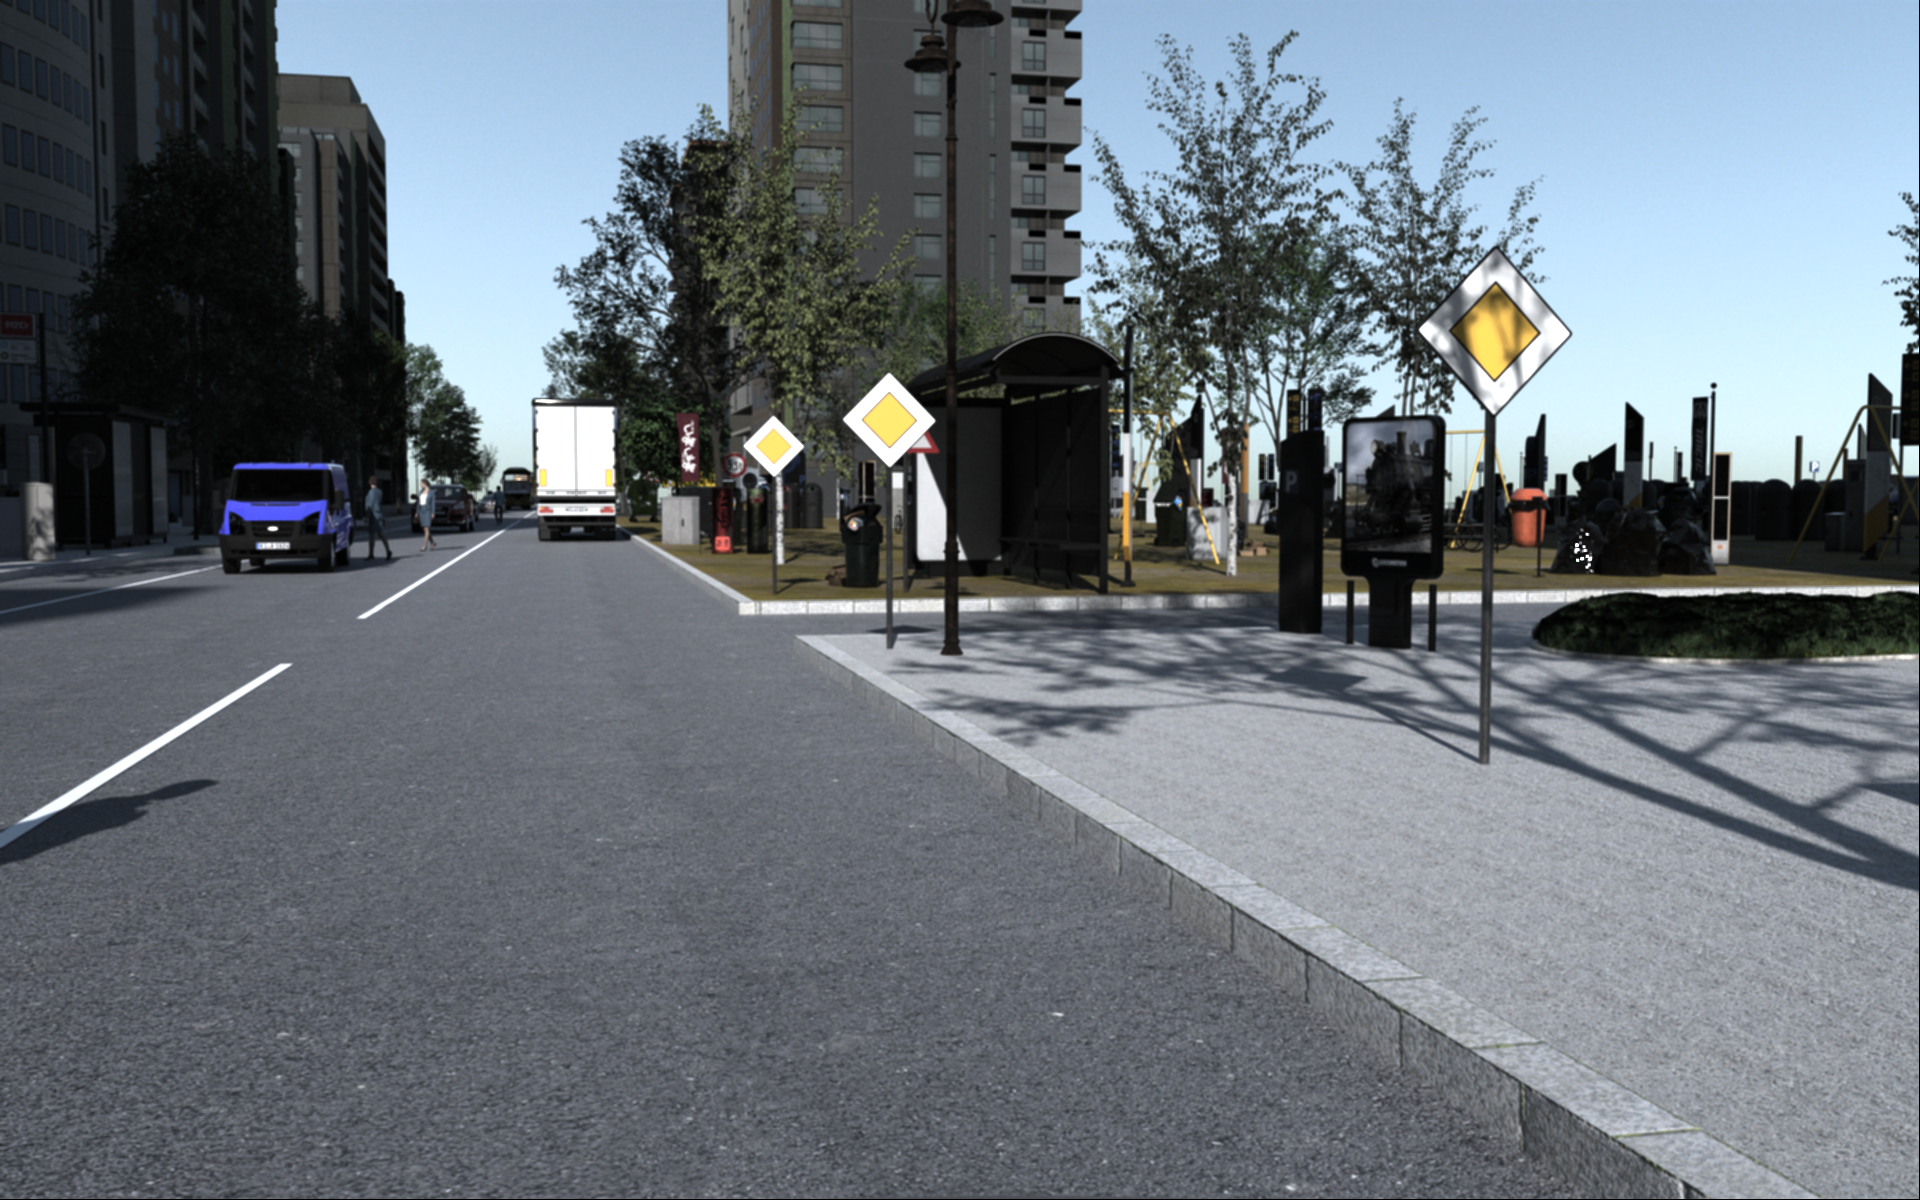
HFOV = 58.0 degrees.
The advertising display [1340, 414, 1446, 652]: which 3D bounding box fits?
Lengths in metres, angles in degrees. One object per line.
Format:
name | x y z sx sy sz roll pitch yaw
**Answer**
advertising display | 3.593 -0.563 14.426 0.123 1.923 0.974 -3 4 -38

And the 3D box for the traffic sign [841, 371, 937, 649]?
traffic sign | -0.586 -0.651 14.288 0.795 2.450 0.064 -1 4 -13

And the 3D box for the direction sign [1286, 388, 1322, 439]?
direction sign | 7.413 -2.775 37.364 0.876 3.537 0.379 3 5 44

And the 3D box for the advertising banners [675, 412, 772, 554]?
advertising banners | -5.059 -2.500 37.062 2.074 3.025 0.090 0 4 4

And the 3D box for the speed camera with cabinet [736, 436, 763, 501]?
speed camera with cabinet | -7.860 -3.933 58.643 2.038 3.252 0.660 -2 4 -28

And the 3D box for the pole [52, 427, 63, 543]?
pole | -23.722 -3.162 45.537 0.158 3.312 0.155 0 3 0

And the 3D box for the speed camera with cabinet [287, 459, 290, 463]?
speed camera with cabinet | -26.483 -4.486 67.678 0.660 3.252 2.038 -2 4 -26

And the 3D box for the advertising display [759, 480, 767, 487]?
advertising display | -9.322 -4.653 81.293 0.974 1.923 0.123 3 5 40

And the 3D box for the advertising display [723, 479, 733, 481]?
advertising display | -9.802 -4.233 74.425 0.974 1.923 0.123 -2 4 -24

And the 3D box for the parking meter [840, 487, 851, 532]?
parking meter | -3.901 -3.082 58.794 0.372 1.533 0.369 0 3 0

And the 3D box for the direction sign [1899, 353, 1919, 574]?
direction sign | 15.477 -2.183 27.696 0.379 3.537 0.876 -3 4 -39

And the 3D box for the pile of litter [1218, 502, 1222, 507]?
pile of litter | 14.273 -5.070 96.860 1.719 0.858 1.176 3 5 41

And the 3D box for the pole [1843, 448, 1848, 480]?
pole | 39.537 -5.110 77.391 0.158 3.312 0.155 0 3 0

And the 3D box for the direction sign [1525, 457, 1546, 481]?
direction sign | 30.070 -6.038 90.724 0.876 3.537 0.379 1 4 16

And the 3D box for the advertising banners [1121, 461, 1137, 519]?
advertising banners | 8.863 -5.769 90.511 0.090 3.025 2.074 2 4 27

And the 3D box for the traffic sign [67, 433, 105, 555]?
traffic sign | -18.280 -2.210 36.246 0.768 2.556 0.104 0 4 -6

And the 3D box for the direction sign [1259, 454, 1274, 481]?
direction sign | 17.304 -6.472 97.815 0.876 3.537 0.379 2 4 26

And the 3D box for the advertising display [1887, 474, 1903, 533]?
advertising display | 30.199 -3.130 56.389 0.974 1.923 0.123 0 4 -8

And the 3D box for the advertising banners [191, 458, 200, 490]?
advertising banners | -36.464 -5.365 83.901 0.090 3.025 2.074 1 4 18

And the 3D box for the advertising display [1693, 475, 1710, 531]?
advertising display | 25.881 -3.344 59.884 0.974 1.923 0.123 1 4 9

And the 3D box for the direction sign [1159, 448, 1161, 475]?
direction sign | 10.064 -5.647 84.319 0.876 3.537 0.379 3 4 37

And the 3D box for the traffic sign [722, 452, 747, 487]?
traffic sign | -6.904 -3.241 53.102 0.768 2.556 0.104 -1 4 -12

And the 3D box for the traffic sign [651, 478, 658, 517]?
traffic sign | -14.547 -5.032 82.386 0.768 2.556 0.104 0 4 -8

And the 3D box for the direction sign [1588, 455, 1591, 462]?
direction sign | 36.719 -6.672 101.081 0.379 3.537 0.876 2 4 27

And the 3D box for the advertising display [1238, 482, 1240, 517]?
advertising display | 15.155 -5.523 95.521 0.123 1.923 0.974 3 4 37

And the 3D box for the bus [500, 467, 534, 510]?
bus | -41.295 -10.388 161.397 2.896 3.916 12.252 -1 4 -15

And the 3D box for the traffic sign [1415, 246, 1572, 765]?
traffic sign | 2.490 -0.427 8.161 0.795 2.450 0.064 -1 4 -12

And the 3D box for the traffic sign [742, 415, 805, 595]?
traffic sign | -2.371 -1.127 22.072 0.795 2.450 0.064 -1 4 -13

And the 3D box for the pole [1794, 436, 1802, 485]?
pole | 29.369 -4.090 60.711 0.158 3.312 0.155 0 3 0

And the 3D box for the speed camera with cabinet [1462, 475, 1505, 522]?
speed camera with cabinet | 24.010 -5.202 79.384 2.038 3.252 0.660 -2 4 -25

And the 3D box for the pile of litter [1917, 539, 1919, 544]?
pile of litter | 24.925 -1.829 43.876 1.176 0.858 1.719 2 4 24

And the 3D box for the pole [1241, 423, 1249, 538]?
pole | 8.223 -3.436 50.025 0.158 3.312 0.155 0 3 0

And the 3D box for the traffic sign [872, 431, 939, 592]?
traffic sign | -0.708 -1.380 22.568 0.884 2.594 0.081 -1 4 -11

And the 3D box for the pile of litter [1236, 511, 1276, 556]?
pile of litter | 6.049 -1.379 36.512 1.176 0.858 1.719 3 5 44

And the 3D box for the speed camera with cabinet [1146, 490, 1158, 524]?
speed camera with cabinet | 8.885 -4.950 75.264 0.660 3.252 2.038 3 5 40

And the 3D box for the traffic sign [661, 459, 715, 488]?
traffic sign | -10.896 -4.648 69.866 2.265 3.308 0.079 0 4 -5

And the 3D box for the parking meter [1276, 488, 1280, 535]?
parking meter | 10.001 -2.772 53.734 0.372 1.533 0.369 0 3 0

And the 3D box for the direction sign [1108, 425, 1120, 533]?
direction sign | 4.867 -3.943 56.468 0.876 3.537 0.379 -3 4 -36

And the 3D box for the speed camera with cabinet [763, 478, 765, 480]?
speed camera with cabinet | -10.354 -6.035 93.011 2.038 3.252 0.660 -3 5 -43

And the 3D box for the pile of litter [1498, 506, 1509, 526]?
pile of litter | 22.157 -3.371 69.080 1.719 0.858 1.176 -1 4 -16

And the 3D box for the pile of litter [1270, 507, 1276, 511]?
pile of litter | 10.491 -2.586 56.248 1.176 0.858 1.719 3 5 42

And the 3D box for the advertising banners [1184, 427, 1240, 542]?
advertising banners | 6.473 -3.042 45.920 2.074 3.025 0.090 2 4 34

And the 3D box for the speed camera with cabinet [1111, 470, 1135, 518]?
speed camera with cabinet | 9.029 -6.042 93.124 0.660 3.252 2.038 -3 4 -37

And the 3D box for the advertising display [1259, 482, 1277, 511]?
advertising display | 16.203 -5.254 91.117 0.974 1.923 0.123 3 4 38

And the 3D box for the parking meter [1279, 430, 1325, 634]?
parking meter | 3.157 -0.632 16.043 0.255 1.863 0.399 -2 4 -26

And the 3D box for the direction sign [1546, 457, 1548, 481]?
direction sign | 34.949 -6.871 104.344 0.876 3.537 0.379 0 4 -6

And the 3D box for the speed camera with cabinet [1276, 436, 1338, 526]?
speed camera with cabinet | 11.849 -3.966 59.182 2.038 3.252 0.660 1 4 11

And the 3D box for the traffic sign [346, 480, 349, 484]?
traffic sign | -32.124 -5.487 89.714 0.884 2.594 0.081 0 4 -7
